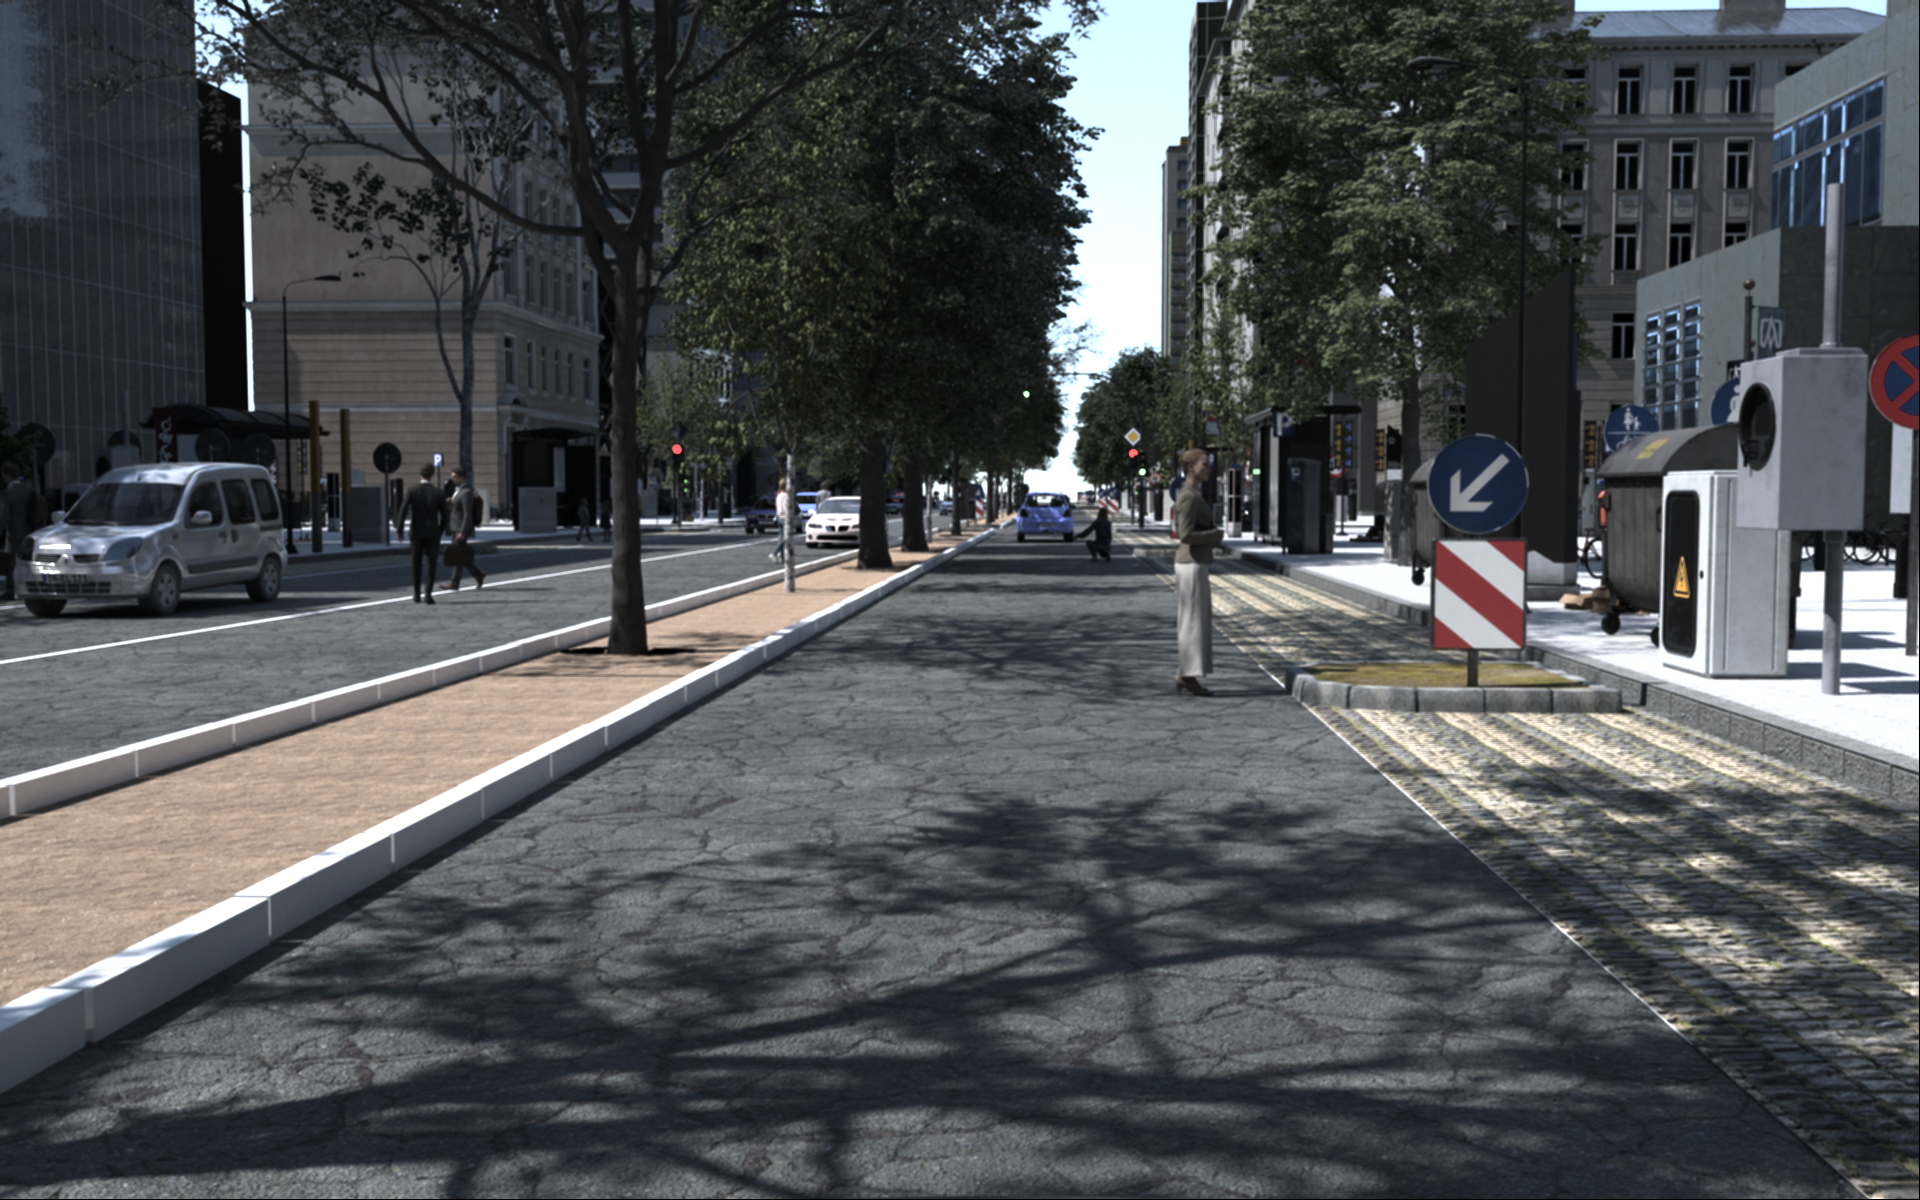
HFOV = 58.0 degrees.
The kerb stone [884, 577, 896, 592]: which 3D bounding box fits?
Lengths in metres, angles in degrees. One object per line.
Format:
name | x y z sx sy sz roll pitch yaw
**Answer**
kerb stone | -1.081 -0.201 25.477 0.120 0.150 1.000 0 4 3

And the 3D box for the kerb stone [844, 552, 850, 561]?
kerb stone | -2.504 -0.895 36.834 0.120 0.150 1.000 0 4 3

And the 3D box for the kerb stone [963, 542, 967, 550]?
kerb stone | 0.019 -1.327 43.896 0.120 0.150 1.000 0 4 3

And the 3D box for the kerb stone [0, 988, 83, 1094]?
kerb stone | -2.358 1.113 3.996 0.120 0.150 1.000 0 4 3

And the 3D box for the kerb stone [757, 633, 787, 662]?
kerb stone | -1.681 0.428 15.236 0.120 0.150 1.000 0 4 3

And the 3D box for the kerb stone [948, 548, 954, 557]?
kerb stone | -0.289 -1.011 38.788 0.120 0.150 1.000 0 4 3

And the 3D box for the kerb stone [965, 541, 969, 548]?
kerb stone | 0.076 -1.390 44.916 0.120 0.150 1.000 0 4 3

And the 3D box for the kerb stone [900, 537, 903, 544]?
kerb stone | -1.778 -1.646 49.107 0.120 0.150 1.000 0 4 3

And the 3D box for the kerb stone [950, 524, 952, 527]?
kerb stone | -0.219 -3.247 75.301 0.120 0.150 1.000 0 4 3

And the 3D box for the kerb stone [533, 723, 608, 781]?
kerb stone | -2.058 0.800 9.110 0.120 0.150 1.000 0 4 3

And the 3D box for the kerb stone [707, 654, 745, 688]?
kerb stone | -1.808 0.552 13.195 0.120 0.150 1.000 0 4 3

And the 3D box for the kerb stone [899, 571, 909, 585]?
kerb stone | -0.961 -0.325 27.521 0.120 0.150 1.000 0 4 3

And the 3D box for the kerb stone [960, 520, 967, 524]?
kerb stone | 0.209 -3.678 82.461 0.120 0.150 1.000 0 4 3

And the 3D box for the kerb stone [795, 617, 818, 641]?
kerb stone | -1.570 0.302 17.279 0.120 0.150 1.000 0 4 3

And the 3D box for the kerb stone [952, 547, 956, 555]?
kerb stone | -0.231 -1.077 39.810 0.120 0.150 1.000 0 4 3

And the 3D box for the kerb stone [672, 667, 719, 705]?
kerb stone | -1.874 0.613 12.172 0.120 0.150 1.000 0 4 3

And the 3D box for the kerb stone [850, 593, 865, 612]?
kerb stone | -1.318 0.051 21.384 0.120 0.150 1.000 0 4 3

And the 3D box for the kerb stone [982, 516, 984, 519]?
kerb stone | 1.132 -4.624 97.797 0.120 0.150 1.000 0 4 3

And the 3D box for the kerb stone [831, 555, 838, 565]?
kerb stone | -2.631 -0.770 34.791 0.120 0.150 1.000 0 4 3

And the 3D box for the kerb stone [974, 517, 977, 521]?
kerb stone | 0.694 -4.186 90.636 0.120 0.150 1.000 0 4 3

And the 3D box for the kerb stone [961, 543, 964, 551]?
kerb stone | -0.045 -1.265 42.875 0.120 0.150 1.000 0 4 3

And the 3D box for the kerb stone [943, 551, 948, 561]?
kerb stone | -0.405 -0.890 36.742 0.120 0.150 1.000 0 4 3

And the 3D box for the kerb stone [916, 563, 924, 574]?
kerb stone | -0.780 -0.514 30.591 0.120 0.150 1.000 0 4 3

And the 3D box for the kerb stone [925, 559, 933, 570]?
kerb stone | -0.650 -0.639 32.638 0.120 0.150 1.000 0 4 3

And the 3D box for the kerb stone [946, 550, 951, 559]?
kerb stone | -0.339 -0.952 37.762 0.120 0.150 1.000 0 4 3

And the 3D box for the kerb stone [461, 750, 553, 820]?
kerb stone | -2.118 0.863 8.086 0.120 0.150 1.000 0 4 3

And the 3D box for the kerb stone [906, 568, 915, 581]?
kerb stone | -0.892 -0.389 28.550 0.120 0.150 1.000 0 4 3

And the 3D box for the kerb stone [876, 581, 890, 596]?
kerb stone | -1.136 -0.137 24.456 0.120 0.150 1.000 0 4 3

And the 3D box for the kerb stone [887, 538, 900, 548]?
kerb stone | -1.845 -1.584 48.087 0.120 0.150 1.000 0 4 3

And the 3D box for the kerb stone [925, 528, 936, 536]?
kerb stone | -1.042 -2.394 61.414 0.120 0.150 1.000 0 4 3

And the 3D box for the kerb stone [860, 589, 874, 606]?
kerb stone | -1.261 -0.010 22.410 0.120 0.150 1.000 0 4 3

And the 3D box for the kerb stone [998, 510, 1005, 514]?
kerb stone | 3.196 -6.750 132.563 0.120 0.150 1.000 0 4 3

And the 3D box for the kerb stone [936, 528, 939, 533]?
kerb stone | -0.858 -2.587 64.492 0.120 0.150 1.000 0 4 3

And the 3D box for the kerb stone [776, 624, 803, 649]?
kerb stone | -1.633 0.363 16.257 0.120 0.150 1.000 0 4 3

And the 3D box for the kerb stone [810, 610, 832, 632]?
kerb stone | -1.505 0.238 18.300 0.120 0.150 1.000 0 4 3

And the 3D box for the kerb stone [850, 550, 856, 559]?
kerb stone | -2.454 -0.954 37.855 0.120 0.150 1.000 0 4 3

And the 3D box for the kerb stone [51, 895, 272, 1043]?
kerb stone | -2.289 1.054 5.016 0.120 0.150 1.000 0 4 3

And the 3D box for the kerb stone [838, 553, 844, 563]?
kerb stone | -2.568 -0.833 35.814 0.120 0.150 1.000 0 4 3

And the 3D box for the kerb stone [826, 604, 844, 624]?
kerb stone | -1.444 0.183 19.320 0.120 0.150 1.000 0 4 3

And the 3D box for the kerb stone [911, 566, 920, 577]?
kerb stone | -0.835 -0.446 29.571 0.120 0.150 1.000 0 4 3

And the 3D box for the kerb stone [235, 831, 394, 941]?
kerb stone | -2.234 0.988 6.040 0.120 0.150 1.000 0 4 3

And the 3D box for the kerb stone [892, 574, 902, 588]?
kerb stone | -1.027 -0.262 26.501 0.120 0.150 1.000 0 4 3

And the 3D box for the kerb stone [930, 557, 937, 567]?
kerb stone | -0.596 -0.701 33.658 0.120 0.150 1.000 0 4 3

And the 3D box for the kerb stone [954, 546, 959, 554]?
kerb stone | -0.164 -1.134 40.834 0.120 0.150 1.000 0 4 3

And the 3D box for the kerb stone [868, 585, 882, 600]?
kerb stone | -1.205 -0.073 23.431 0.120 0.150 1.000 0 4 3

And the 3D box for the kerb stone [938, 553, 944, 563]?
kerb stone | -0.473 -0.827 35.712 0.120 0.150 1.000 0 4 3

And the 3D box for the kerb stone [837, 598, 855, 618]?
kerb stone | -1.382 0.113 20.351 0.120 0.150 1.000 0 4 3

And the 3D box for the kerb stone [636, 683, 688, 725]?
kerb stone | -1.938 0.680 11.152 0.120 0.150 1.000 0 4 3

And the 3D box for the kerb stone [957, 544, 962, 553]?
kerb stone | -0.102 -1.202 41.855 0.120 0.150 1.000 0 4 3

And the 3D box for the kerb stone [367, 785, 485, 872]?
kerb stone | -2.172 0.926 7.060 0.120 0.150 1.000 0 4 3

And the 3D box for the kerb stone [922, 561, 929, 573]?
kerb stone | -0.708 -0.576 31.613 0.120 0.150 1.000 0 4 3

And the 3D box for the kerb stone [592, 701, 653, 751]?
kerb stone | -1.991 0.743 10.130 0.120 0.150 1.000 0 4 3

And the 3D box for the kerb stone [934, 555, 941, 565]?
kerb stone | -0.526 -0.764 34.686 0.120 0.150 1.000 0 4 3

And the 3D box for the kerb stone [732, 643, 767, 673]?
kerb stone | -1.755 0.488 14.216 0.120 0.150 1.000 0 4 3

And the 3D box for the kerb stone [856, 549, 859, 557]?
kerb stone | -2.386 -1.021 38.883 0.120 0.150 1.000 0 4 3
